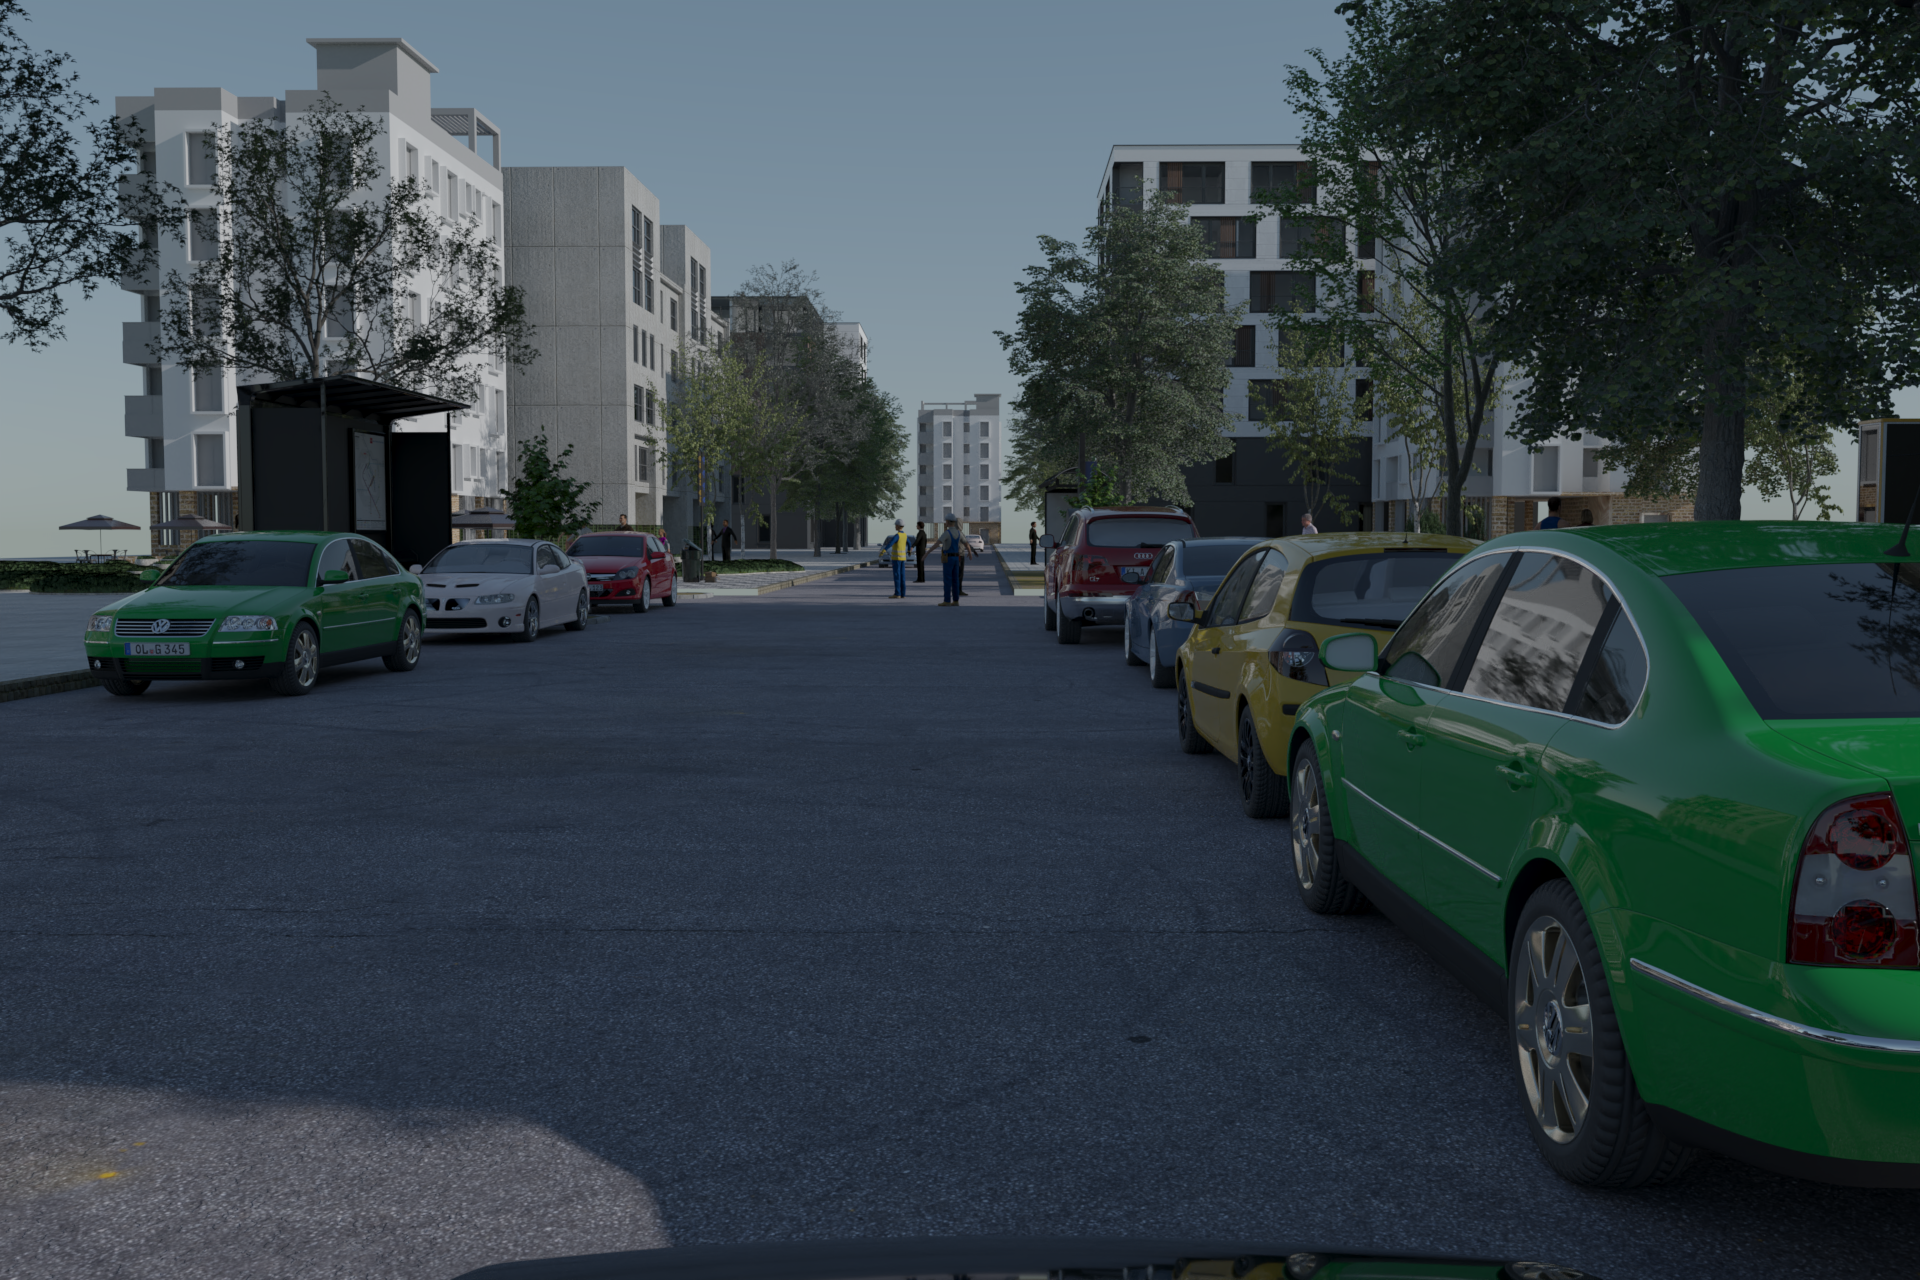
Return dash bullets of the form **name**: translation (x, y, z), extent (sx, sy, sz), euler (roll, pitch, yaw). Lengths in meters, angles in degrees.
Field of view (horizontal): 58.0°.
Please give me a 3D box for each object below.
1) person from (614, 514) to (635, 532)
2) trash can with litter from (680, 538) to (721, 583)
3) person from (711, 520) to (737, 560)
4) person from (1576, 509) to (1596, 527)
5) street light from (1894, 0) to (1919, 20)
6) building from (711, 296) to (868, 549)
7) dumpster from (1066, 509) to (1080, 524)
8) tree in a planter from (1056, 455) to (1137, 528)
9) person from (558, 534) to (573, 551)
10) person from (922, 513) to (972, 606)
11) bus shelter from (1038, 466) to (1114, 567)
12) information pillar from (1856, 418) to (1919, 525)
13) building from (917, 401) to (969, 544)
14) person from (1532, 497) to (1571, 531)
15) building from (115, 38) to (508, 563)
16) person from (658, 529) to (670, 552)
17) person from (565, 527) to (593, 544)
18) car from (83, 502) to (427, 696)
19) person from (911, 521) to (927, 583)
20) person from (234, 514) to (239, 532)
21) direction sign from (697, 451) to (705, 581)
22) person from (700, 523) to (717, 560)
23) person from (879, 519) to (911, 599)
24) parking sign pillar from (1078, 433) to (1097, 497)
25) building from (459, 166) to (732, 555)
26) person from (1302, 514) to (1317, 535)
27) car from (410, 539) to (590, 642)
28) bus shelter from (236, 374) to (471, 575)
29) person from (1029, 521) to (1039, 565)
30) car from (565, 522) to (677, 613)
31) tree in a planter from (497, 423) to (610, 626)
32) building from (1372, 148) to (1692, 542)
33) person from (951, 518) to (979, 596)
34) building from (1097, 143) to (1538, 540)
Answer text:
- **person**: translation (-8.895, -2.419, 45.681), extent (1.346, 1.812, 0.704), euler (2, 4, 30)
- **trash can with litter**: translation (-6.876, -2.110, 45.886), extent (1.055, 1.170, 0.624), euler (0, 4, 3)
- **person**: translation (-8.477, -3.448, 62.602), extent (1.346, 1.802, 0.704), euler (3, 5, 39)
- **person**: translation (11.122, -1.473, 30.885), extent (1.215, 1.729, 0.721), euler (0, 4, 2)
- **street light**: translation (6.401, -2.325, 10.797), extent (0.468, 5.910, 1.993), euler (0, 4, 0)
- **building**: translation (-23.633, -19.645, 165.166), extent (27.936, 21.610, 32.646), euler (0, 4, 0)
- **dumpster**: translation (2.681, -1.279, 29.134), extent (1.865, 1.857, 1.264), euler (0, 4, 1)
- **tree in a planter**: translation (3.072, -2.561, 39.099), extent (1.991, 3.239, 1.994), euler (0, 4, 0)
- **person**: translation (-15.436, -3.782, 68.645), extent (0.721, 1.733, 1.217), euler (3, 5, 44)
- **person**: translation (-0.204, -1.597, 34.419), extent (1.347, 1.847, 0.705), euler (-3, 5, -44)
- **bus shelter**: translation (3.586, -3.681, 54.114), extent (2.014, 3.302, 5.546), euler (0, 4, -1)
- **information pillar**: translation (5.989, -0.409, 11.172), extent (0.304, 2.012, 0.304), euler (0, 4, 1)
- **building**: translation (-5.536, -23.175, 237.781), extent (11.380, 20.090, 16.016), euler (0, 4, 6)
- **person**: translation (8.436, -1.124, 24.552), extent (0.704, 1.807, 1.345), euler (-2, 4, -35)
- **building**: translation (-26.267, -12.918, 67.621), extent (16.016, 20.090, 11.380), euler (0, 4, 1)
- **person**: translation (-8.369, -2.381, 48.191), extent (0.991, 1.433, 0.599), euler (3, 5, 44)
- **person**: translation (-13.816, -3.509, 63.558), extent (1.347, 1.806, 0.705), euler (0, 4, 6)
- **car**: translation (-6.639, -0.486, 16.748), extent (1.959, 1.807, 4.718), euler (0, 4, 1)
- **person**: translation (-1.191, -2.588, 50.960), extent (0.705, 1.806, 1.347), euler (1, 4, 17)
- **person**: translation (-14.221, -1.703, 34.676), extent (0.721, 1.735, 1.217), euler (-2, 4, -26)
- **direction sign**: translation (-7.138, -3.416, 47.853), extent (0.379, 3.537, 0.876), euler (0, 4, 3)
- **person**: translation (-10.111, -3.852, 69.709), extent (0.721, 1.740, 1.216), euler (2, 4, 23)
- **person**: translation (-1.424, -1.813, 38.557), extent (0.721, 1.772, 1.216), euler (2, 4, 31)
- **parking sign pillar**: translation (3.408, -3.565, 46.765), extent (1.447, 3.967, 1.447), euler (0, 4, 2)
- **building**: translation (-24.046, -14.256, 99.546), extent (16.747, 18.905, 31.486), euler (0, 4, 2)
- **person**: translation (7.342, -1.822, 36.777), extent (0.436, 1.711, 0.756), euler (0, 4, -6)
- **car**: translation (-6.545, -0.739, 24.446), extent (2.083, 1.381, 4.827), euler (0, 4, 1)
- **bus shelter**: translation (-9.818, -2.283, 28.618), extent (1.731, 3.624, 6.357), euler (0, 4, 1)
- **person**: translation (3.096, -4.040, 72.241), extent (0.705, 1.806, 1.347), euler (1, 4, 20)
- **car**: translation (-6.559, -1.456, 32.849), extent (2.155, 1.783, 4.494), euler (0, 4, 1)
- **tree in a planter**: translation (-6.753, -1.877, 27.913), extent (1.991, 3.239, 1.994), euler (0, 4, 2)
- **building**: translation (26.275, -14.123, 87.323), extent (16.016, 20.090, 11.380), euler (0, 4, 1)
- **person**: translation (-0.018, -1.937, 40.262), extent (0.705, 1.813, 1.348), euler (-2, 4, -32)
- **building**: translation (22.268, -16.105, 107.292), extent (27.936, 21.610, 32.646), euler (0, 4, 1)
